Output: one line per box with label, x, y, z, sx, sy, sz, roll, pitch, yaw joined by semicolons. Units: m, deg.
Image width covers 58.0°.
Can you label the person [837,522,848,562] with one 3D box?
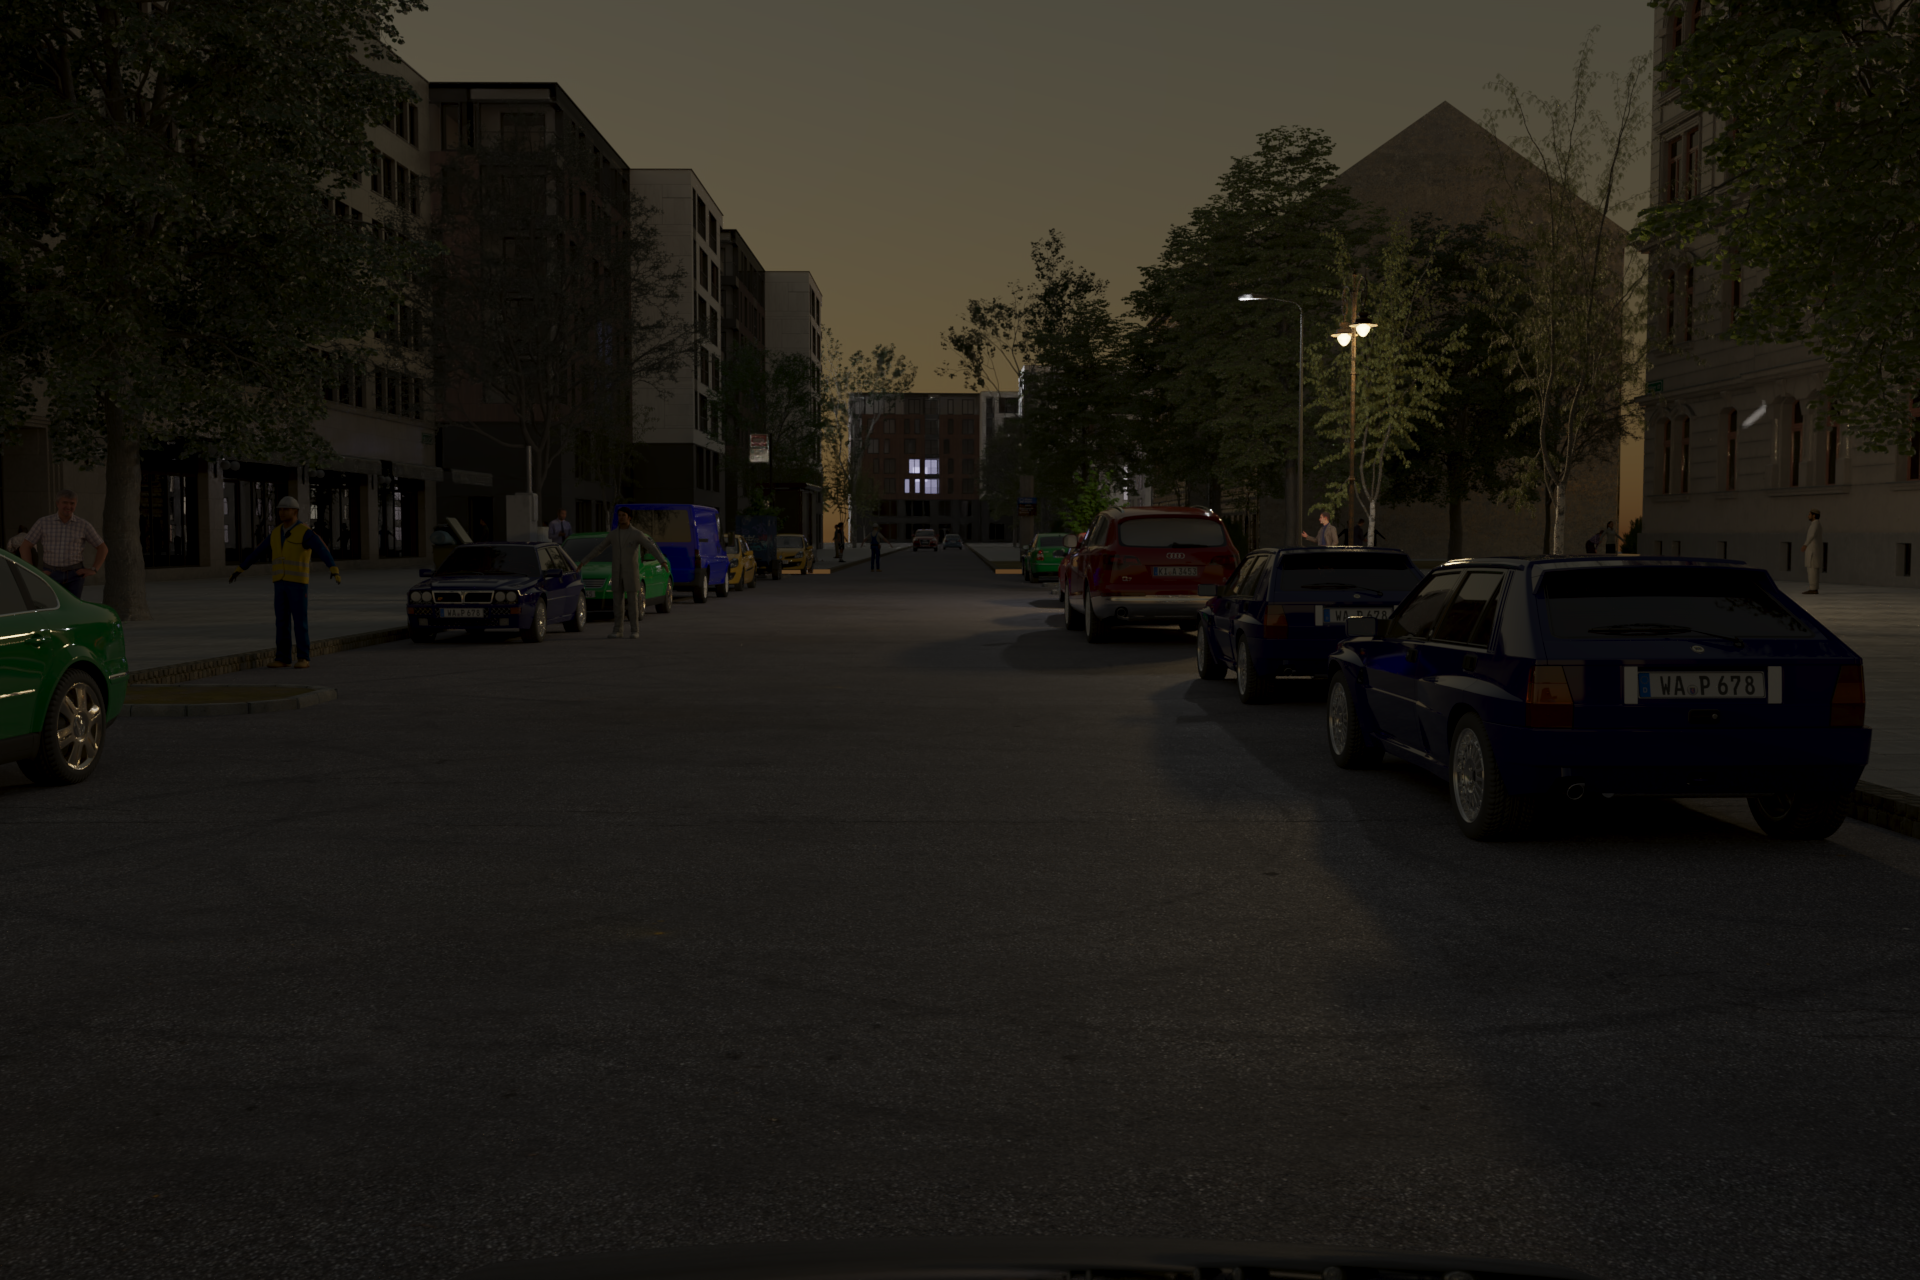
person;-5.357;-4.428;78.542;0.704;1.843;1.345;1;4;11

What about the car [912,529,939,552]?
car;-2.860;-8.272;143.924;2.281;1.827;5.304;0;3;0

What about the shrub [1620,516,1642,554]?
shrub;26.841;-3.906;68.285;1.690;2.028;1.600;0;3;0

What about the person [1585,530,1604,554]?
person;22.722;-3.220;61.930;0.421;1.427;0.697;-3;5;-44

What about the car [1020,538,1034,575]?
car;3.037;-2.846;59.118;1.945;1.354;3.894;0;4;-1

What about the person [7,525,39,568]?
person;-15.585;-1.203;28.907;0.799;1.438;0.628;2;4;29

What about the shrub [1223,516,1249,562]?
shrub;10.290;-3.781;66.241;1.690;2.028;1.600;0;3;0

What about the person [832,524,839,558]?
person;-6.566;-5.232;91.817;0.705;1.796;1.348;-1;4;-12

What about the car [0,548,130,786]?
car;-5.924;0.015;8.551;1.959;1.807;4.718;0;4;0

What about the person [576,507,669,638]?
person;-4.624;-0.931;23.859;1.347;1.806;0.705;1;4;12

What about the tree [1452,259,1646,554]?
tree;26.412;-10.210;77.311;12.009;13.543;11.850;0;3;0

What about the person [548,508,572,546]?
person;-8.498;-1.910;37.143;0.709;1.838;0.599;-3;5;-41

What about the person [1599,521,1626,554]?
person;22.489;-3.235;59.727;1.217;1.735;0.721;-2;4;-25

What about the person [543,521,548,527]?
person;-17.200;-4.011;71.805;0.704;1.802;1.346;0;4;-5

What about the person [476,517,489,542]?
person;-15.185;-3.003;55.170;0.705;1.821;1.348;0;4;-4

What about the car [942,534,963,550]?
car;-0.705;-9.040;159.805;2.014;1.417;4.499;0;4;-1

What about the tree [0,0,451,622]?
tree;-12.401;-7.265;25.440;9.857;13.997;8.962;0;3;0

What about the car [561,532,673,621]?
car;-6.115;-1.293;29.935;1.959;1.807;4.718;0;4;0

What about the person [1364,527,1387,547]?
person;20.503;-4.876;85.916;1.347;1.806;0.705;2;4;35

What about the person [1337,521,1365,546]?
person;15.992;-3.992;71.201;1.347;1.837;0.705;1;4;18

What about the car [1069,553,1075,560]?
car;2.965;-1.241;29.326;2.155;1.783;4.494;0;4;-1

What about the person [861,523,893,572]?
person;-3.203;-3.518;65.827;1.347;1.847;0.705;2;4;23

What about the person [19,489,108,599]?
person;-8.611;-0.591;16.647;0.756;1.711;0.436;-1;4;-23

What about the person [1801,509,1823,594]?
person;18.160;-1.885;36.906;0.704;1.819;1.344;2;4;35

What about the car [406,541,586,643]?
car;-6.377;-0.702;24.059;1.945;1.354;3.894;0;4;0

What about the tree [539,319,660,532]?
tree;-11.851;-6.636;58.867;4.360;8.622;3.978;0;3;0

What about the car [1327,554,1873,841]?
car;3.193;0.192;9.440;1.945;1.354;3.894;0;4;-2

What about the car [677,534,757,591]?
car;-6.262;-2.098;44.527;2.015;1.641;3.980;0;3;0

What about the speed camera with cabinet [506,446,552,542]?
speed camera with cabinet;-9.874;-2.774;39.691;0.660;3.252;2.038;0;3;0

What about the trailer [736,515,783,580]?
trailer;-6.336;-2.835;53.395;1.471;1.999;3.904;0;4;0

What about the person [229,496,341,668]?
person;-7.187;-0.619;18.547;1.349;1.833;0.705;1;4;15

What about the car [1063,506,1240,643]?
car;2.632;-0.953;24.252;2.281;1.827;5.304;0;4;-2

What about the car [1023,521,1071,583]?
car;2.886;-2.626;51.739;1.959;1.807;4.718;0;4;-1

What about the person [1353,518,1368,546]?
person;12.472;-2.905;53.995;0.568;1.767;0.683;-1;4;-22

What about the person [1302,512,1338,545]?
person;7.789;-1.898;37.611;0.750;1.759;0.617;0;4;-3

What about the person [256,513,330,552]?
person;-11.769;-1.492;30.562;1.345;1.807;0.704;-3;4;-38

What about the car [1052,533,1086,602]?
car;2.991;-1.606;35.302;2.155;1.783;4.494;0;4;0

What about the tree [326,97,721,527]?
tree;-11.895;-8.454;48.591;12.009;13.543;11.850;0;3;0

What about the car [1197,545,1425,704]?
car;3.224;-0.204;15.908;1.945;1.354;3.894;0;3;0

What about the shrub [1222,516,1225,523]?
shrub;10.449;-3.952;69.036;1.690;2.028;1.600;0;3;0

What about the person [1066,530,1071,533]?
person;6.538;-5.856;101.867;1.348;1.813;0.705;0;4;3

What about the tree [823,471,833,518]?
tree;-22.360;-20.669;256.061;7.486;12.596;7.792;0;3;0

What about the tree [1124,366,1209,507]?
tree;9.655;-7.543;73.692;4.360;8.622;3.978;0;3;0

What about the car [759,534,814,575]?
car;-6.239;-3.180;62.217;2.015;1.641;3.980;0;4;0
